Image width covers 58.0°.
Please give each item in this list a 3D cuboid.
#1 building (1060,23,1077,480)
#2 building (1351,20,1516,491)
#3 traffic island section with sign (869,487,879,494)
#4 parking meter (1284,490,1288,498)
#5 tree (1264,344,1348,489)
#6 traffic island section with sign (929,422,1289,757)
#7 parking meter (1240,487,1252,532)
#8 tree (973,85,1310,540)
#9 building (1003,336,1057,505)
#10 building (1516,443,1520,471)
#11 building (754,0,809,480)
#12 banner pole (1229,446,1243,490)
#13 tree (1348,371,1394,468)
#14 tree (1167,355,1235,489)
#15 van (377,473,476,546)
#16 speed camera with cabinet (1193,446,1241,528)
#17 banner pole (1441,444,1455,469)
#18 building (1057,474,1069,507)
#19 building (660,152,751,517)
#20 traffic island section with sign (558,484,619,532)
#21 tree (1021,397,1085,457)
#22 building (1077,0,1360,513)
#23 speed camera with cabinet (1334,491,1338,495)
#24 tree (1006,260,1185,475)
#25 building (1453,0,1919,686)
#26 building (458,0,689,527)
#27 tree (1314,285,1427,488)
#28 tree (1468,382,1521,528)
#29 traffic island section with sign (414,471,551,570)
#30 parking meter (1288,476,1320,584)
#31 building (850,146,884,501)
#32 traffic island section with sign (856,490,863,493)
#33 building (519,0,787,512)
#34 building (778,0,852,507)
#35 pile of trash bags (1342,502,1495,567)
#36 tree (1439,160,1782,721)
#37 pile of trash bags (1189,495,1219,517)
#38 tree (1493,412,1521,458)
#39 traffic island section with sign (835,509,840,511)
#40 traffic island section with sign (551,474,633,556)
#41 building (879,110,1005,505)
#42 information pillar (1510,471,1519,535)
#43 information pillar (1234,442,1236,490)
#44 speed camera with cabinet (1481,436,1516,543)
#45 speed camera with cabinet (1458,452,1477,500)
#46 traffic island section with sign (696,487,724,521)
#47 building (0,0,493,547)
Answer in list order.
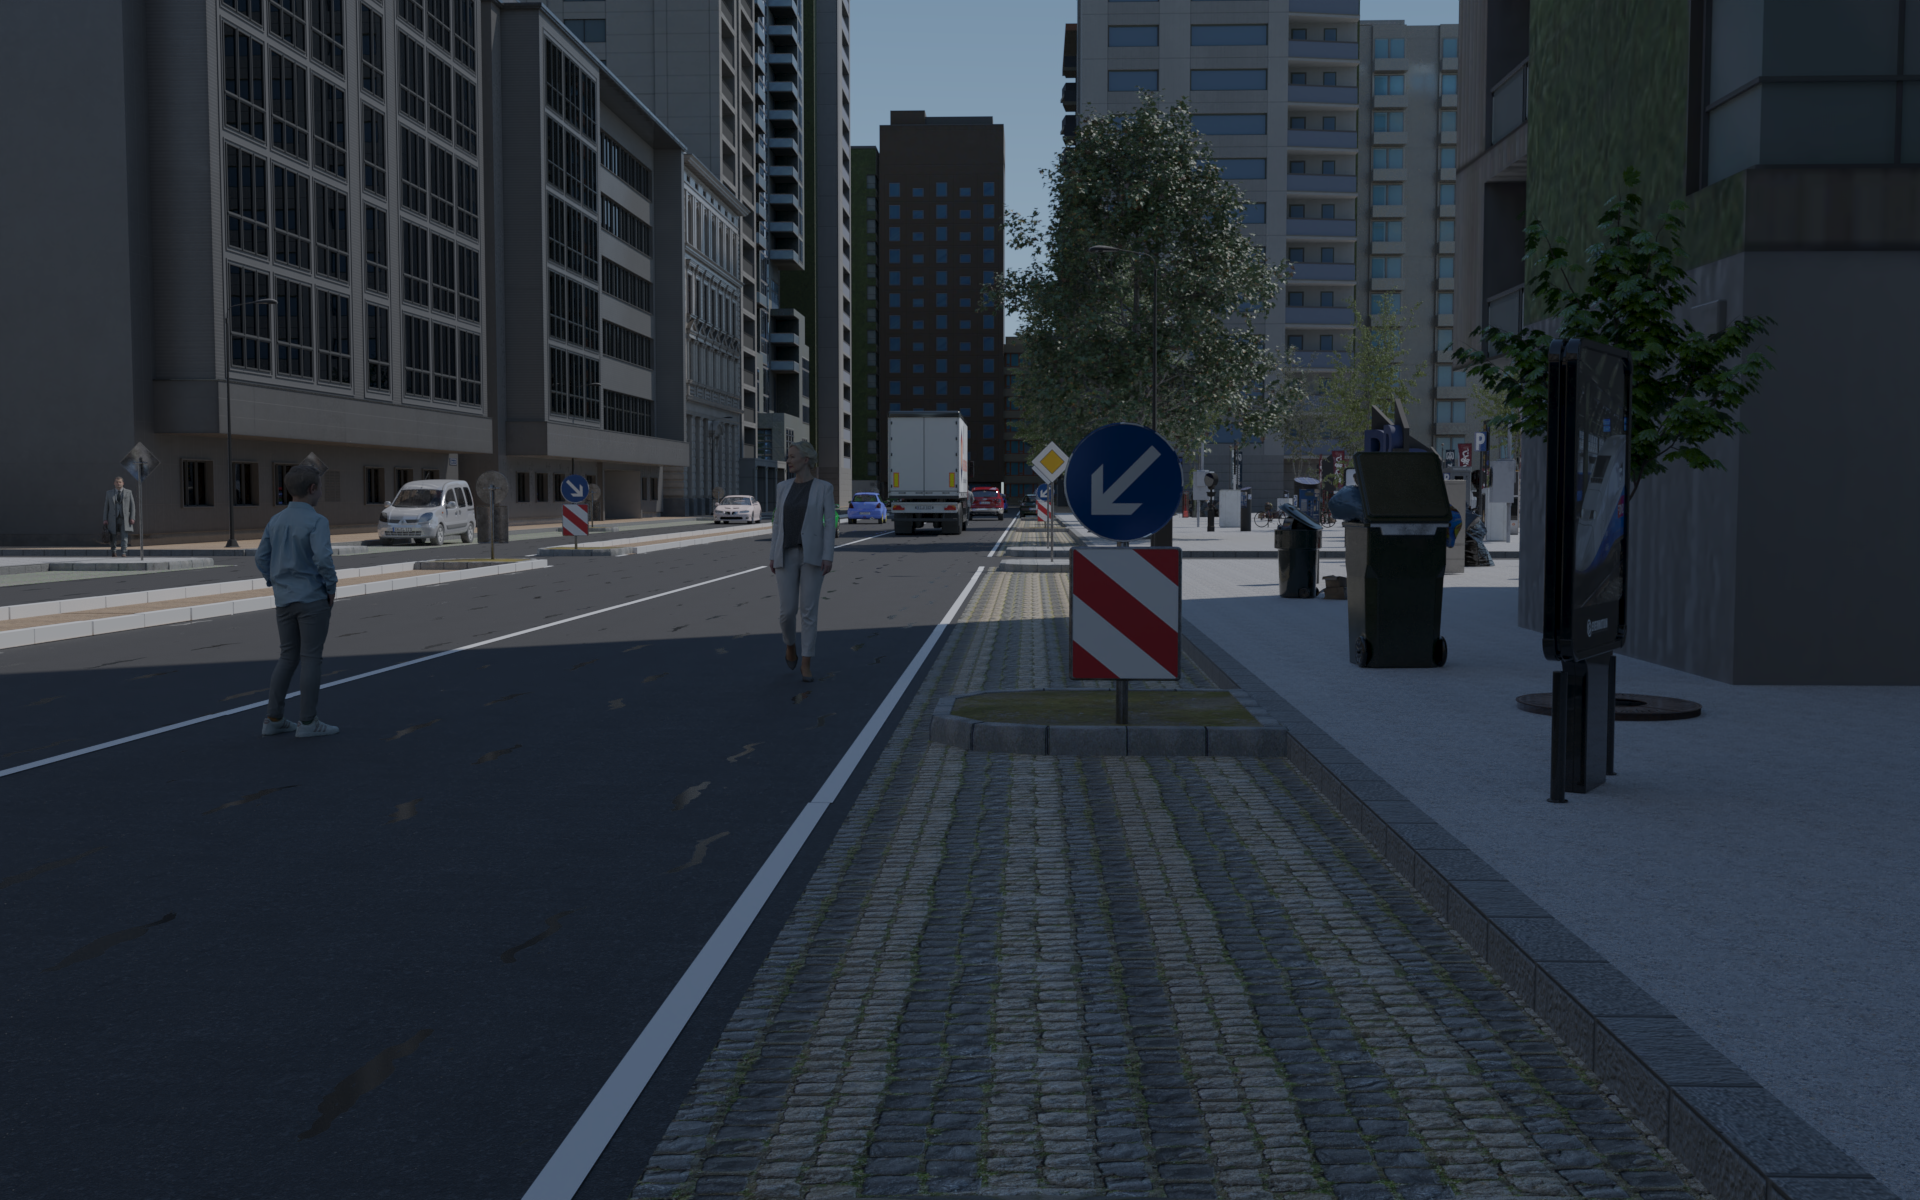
[{"bbox_3d":[20.449,-30.975,161.071,22.147,44.769,28.867,0,4,2],"label":"building"},{"bbox_3d":[41.913,-34.175,178.371,30.456,49.044,23.786,0,4,2],"label":"building"},{"bbox_3d":[-5.798,-6.590,115.889,2.006,1.907,1.989,0,4,2],"label":"traffic island section with sign"},{"bbox_3d":[20.399,-6.103,108.202,0.372,1.533,0.369,0,3,0],"label":"parking meter"},{"bbox_3d":[16.466,-8.184,84.173,4.360,8.622,3.978,0,3,0],"label":"tree"},{"bbox_3d":[0.832,-0.106,10.354,1.989,1.847,2.006,0,4,2],"label":"traffic island section with sign"},{"bbox_3d":[9.810,-3.120,59.422,0.372,1.533,0.369,0,3,0],"label":"parking meter"},{"bbox_3d":[5.091,-8.083,49.172,9.611,12.733,9.660,0,3,0],"label":"tree"},{"bbox_3d":[20.024,-22.494,212.809,28.899,21.520,27.650,0,4,2],"label":"building"},{"bbox_3d":[68.290,-45.258,178.213,20.611,71.187,20.563,0,4,2],"label":"building"},{"bbox_3d":[-24.455,-51.286,151.201,22.319,86.520,31.000,0,4,2],"label":"building"},{"bbox_3d":[14.163,-6.076,89.353,0.863,3.779,0.401,0,4,6],"label":"banner pole"},{"bbox_3d":[23.076,-9.241,101.451,4.360,8.622,3.978,0,3,0],"label":"tree"},{"bbox_3d":[11.602,-8.285,85.819,4.737,8.622,4.395,0,3,0],"label":"tree"},{"bbox_3d":[-15.067,-2.567,48.988,2.013,2.044,4.112,0,4,2],"label":"van"},{"bbox_3d":[10.033,-4.423,66.644,2.038,3.252,0.660,2,4,27],"label":"speed camera with cabinet"},{"bbox_3d":[24.077,-5.852,85.701,0.863,3.779,0.401,2,4,34],"label":"banner pole"},{"bbox_3d":[17.330,-25.208,183.859,14.160,30.474,14.107,0,4,2],"label":"building"},{"bbox_3d":[-19.921,-16.977,106.458,11.050,23.489,19.941,0,4,2],"label":"building"},{"bbox_3d":[-14.132,-3.518,66.150,1.989,1.847,2.006,0,4,2],"label":"traffic island section with sign"},{"bbox_3d":[7.388,-10.819,111.295,7.601,10.594,8.767,0,4,0],"label":"tree"},{"bbox_3d":[19.404,-36.088,132.035,21.231,58.520,28.212,0,4,2],"label":"building"},{"bbox_3d":[21.390,-6.224,96.106,2.038,3.252,0.660,1,4,16],"label":"speed camera with cabinet"},{"bbox_3d":[5.973,-9.489,73.273,7.486,12.596,7.792,0,3,0],"label":"tree"},{"bbox_3d":[12.481,-20.386,16.911,14.154,41.232,14.086,0,4,2],"label":"building"},{"bbox_3d":[-22.653,-16.036,81.251,14.314,24.678,30.058,0,4,2],"label":"building"},{"bbox_3d":[14.687,-6.828,61.995,4.737,8.622,4.395,0,3,0],"label":"tree"},{"bbox_3d":[21.382,-7.075,66.040,4.737,8.622,4.395,0,3,0],"label":"tree"},{"bbox_3d":[-9.214,-1.546,33.413,2.006,1.907,1.989,0,4,2],"label":"traffic island section with sign"},{"bbox_3d":[4.965,-1.003,24.814,0.372,1.533,0.369,0,3,0],"label":"parking meter"},{"bbox_3d":[-16.164,-31.982,206.499,14.086,41.232,14.154,0,4,2],"label":"building"},{"bbox_3d":[-9.828,-9.874,170.064,1.989,1.847,2.006,0,4,2],"label":"traffic island section with sign"},{"bbox_3d":[-23.616,-42.055,125.855,20.563,71.187,20.611,0,4,2],"label":"building"},{"bbox_3d":[-25.893,-39.142,181.971,28.212,58.520,21.231,0,4,2],"label":"building"},{"bbox_3d":[8.162,-1.340,31.669,1.912,1.369,3.447,-1,4,-21],"label":"pile of trash bags"},{"bbox_3d":[3.935,-0.947,10.086,1.663,3.219,1.824,0,3,0],"label":"tree"},{"bbox_3d":[13.609,-5.343,97.103,1.912,1.369,3.447,-1,4,-10],"label":"pile of trash bags"},{"bbox_3d":[32.980,-9.205,100.858,4.360,8.622,3.978,0,3,0],"label":"tree"},{"bbox_3d":[-10.955,-8.227,143.133,1.989,1.847,2.006,0,4,2],"label":"traffic island section with sign"},{"bbox_3d":[-8.898,-1.999,40.814,2.006,1.907,1.989,0,4,2],"label":"traffic island section with sign"},{"bbox_3d":[-1.824,-33.958,205.329,14.200,45.320,14.600,0,4,2],"label":"building"},{"bbox_3d":[17.384,-3.053,54.412,0.304,2.012,0.304,1,4,9],"label":"information pillar"},{"bbox_3d":[11.779,-5.072,74.282,0.183,3.616,0.504,1,4,10],"label":"information pillar"},{"bbox_3d":[14.442,-3.192,46.519,0.660,3.252,2.038,1,4,9],"label":"speed camera with cabinet"},{"bbox_3d":[24.196,-5.362,82.012,2.038,3.252,0.660,-1,4,-8],"label":"speed camera with cabinet"},{"bbox_3d":[-13.014,-5.165,93.082,1.989,1.847,2.006,0,4,2],"label":"traffic island section with sign"},{"bbox_3d":[-25.019,-15.896,53.414,14.314,27.812,24.014,0,4,2],"label":"building"}]
